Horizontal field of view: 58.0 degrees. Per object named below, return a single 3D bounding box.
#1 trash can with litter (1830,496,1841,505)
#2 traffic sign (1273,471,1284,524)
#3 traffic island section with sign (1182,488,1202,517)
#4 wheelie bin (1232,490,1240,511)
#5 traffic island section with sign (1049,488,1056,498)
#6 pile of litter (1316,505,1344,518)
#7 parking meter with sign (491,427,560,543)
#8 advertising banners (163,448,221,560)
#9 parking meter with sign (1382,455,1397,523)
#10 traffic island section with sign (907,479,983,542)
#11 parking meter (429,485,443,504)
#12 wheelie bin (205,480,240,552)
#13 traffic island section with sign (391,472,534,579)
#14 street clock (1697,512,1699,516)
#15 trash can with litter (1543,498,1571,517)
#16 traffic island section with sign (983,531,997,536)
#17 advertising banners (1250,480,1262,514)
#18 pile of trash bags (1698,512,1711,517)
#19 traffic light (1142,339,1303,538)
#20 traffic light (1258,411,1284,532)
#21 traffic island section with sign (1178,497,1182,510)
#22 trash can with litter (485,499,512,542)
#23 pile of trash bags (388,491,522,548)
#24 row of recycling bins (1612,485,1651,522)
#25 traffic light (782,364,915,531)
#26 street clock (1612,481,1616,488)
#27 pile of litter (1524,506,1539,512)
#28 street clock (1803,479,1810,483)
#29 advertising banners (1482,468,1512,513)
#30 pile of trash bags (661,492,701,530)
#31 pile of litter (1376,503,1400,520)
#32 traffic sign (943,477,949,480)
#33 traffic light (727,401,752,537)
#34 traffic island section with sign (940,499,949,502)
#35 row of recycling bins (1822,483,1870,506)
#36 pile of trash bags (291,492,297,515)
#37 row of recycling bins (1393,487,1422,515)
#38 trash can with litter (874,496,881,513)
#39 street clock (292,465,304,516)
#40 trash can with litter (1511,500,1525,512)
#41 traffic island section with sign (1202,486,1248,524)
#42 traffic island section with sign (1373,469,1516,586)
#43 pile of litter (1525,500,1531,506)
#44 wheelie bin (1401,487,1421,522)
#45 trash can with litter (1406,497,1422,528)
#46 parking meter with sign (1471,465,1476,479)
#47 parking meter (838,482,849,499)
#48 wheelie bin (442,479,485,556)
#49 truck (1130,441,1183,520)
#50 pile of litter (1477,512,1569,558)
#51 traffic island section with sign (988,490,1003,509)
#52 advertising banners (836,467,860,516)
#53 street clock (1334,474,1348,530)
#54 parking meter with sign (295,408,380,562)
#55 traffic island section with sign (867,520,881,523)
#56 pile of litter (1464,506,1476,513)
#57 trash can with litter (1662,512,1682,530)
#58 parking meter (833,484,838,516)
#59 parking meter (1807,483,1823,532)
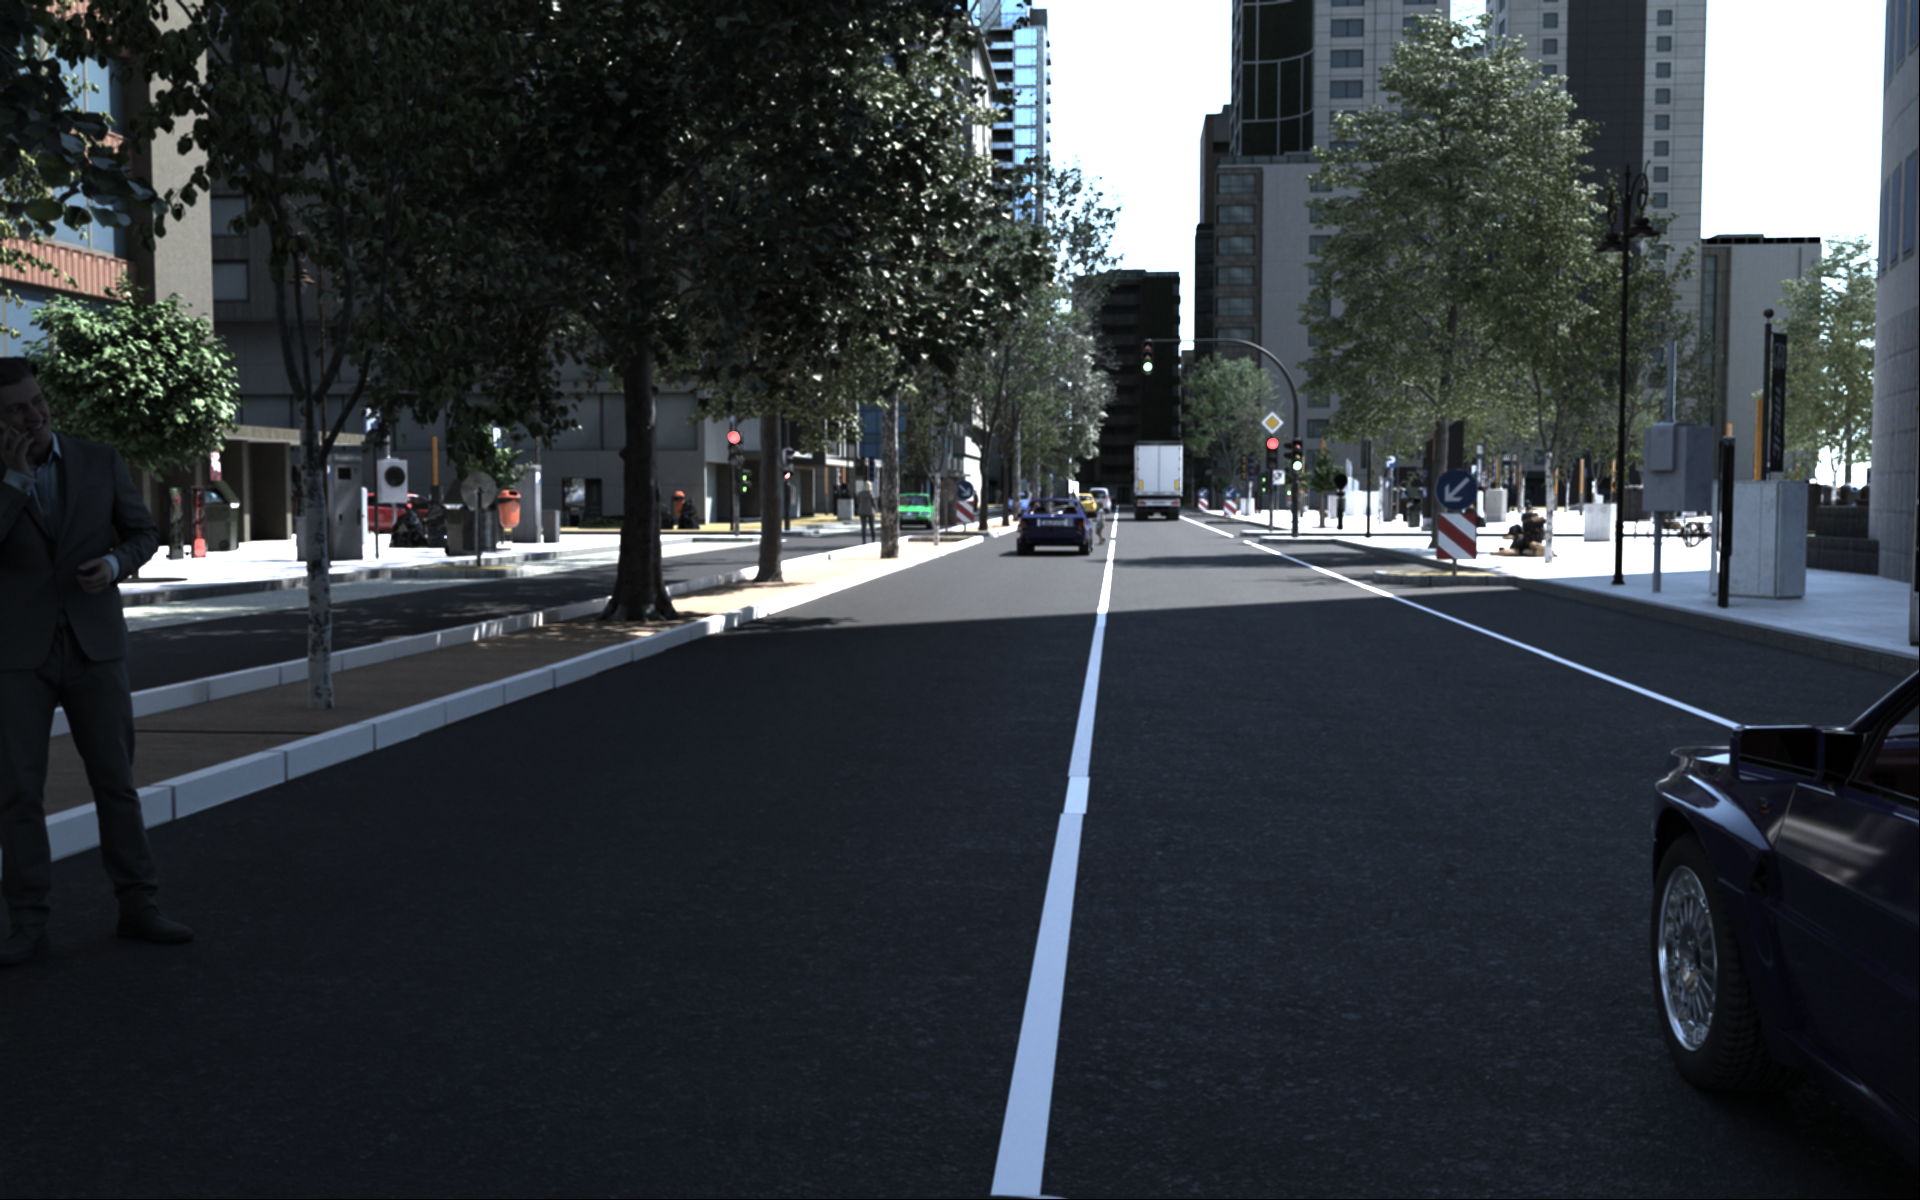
[{"bbox_3d":[31.873,-3.169,62.871,1.678,1.210,2.233,0,4,-5],"label":"trash can with litter"},{"bbox_3d":[13.665,-4.430,74.556,0.606,2.300,0.079,1,4,15],"label":"traffic sign"},{"bbox_3d":[15.361,-6.231,110.503,1.989,1.847,2.006,0,4,5],"label":"traffic island section with sign"},{"bbox_3d":[20.811,-7.551,131.359,0.980,1.594,0.693,3,5,40],"label":"wheelie bin"},{"bbox_3d":[7.098,-7.714,134.258,2.006,1.907,1.989,0,4,5],"label":"traffic island section with sign"},{"bbox_3d":[20.008,-4.871,93.607,1.719,0.858,1.176,-1,4,-11],"label":"pile of litter"},{"bbox_3d":[-11.332,-2.995,45.237,1.738,3.016,0.543,1,4,9],"label":"parking meter with sign"},{"bbox_3d":[-15.216,-2.342,34.483,0.090,3.025,2.074,0,4,8],"label":"advertising banners"},{"bbox_3d":[19.483,-5.049,78.819,0.543,3.016,1.738,1,4,8],"label":"parking meter with sign"},{"bbox_3d":[-0.469,-2.686,52.058,2.006,1.907,1.989,0,4,5],"label":"traffic island section with sign"},{"bbox_3d":[-15.215,-2.565,50.344,0.372,1.533,0.369,0,3,0],"label":"parking meter"},{"bbox_3d":[-16.536,-1.882,38.685,0.693,1.594,0.980,0,4,-4],"label":"wheelie bin"},{"bbox_3d":[-8.507,-1.307,29.995,1.989,1.847,2.006,0,4,5],"label":"traffic island section with sign"},{"bbox_3d":[40.354,-5.523,94.864,0.471,2.002,0.358,0,4,8],"label":"street clock"},{"bbox_3d":[33.807,-5.359,98.672,1.678,1.210,2.233,1,4,12],"label":"trash can with litter"},{"bbox_3d":[0.220,-3.137,59.434,2.006,1.907,1.989,0,4,5],"label":"traffic island section with sign"},{"bbox_3d":[18.832,-6.978,110.279,0.090,3.025,2.074,-1,4,-10],"label":"advertising banners"},{"bbox_3d":[42.202,-5.472,99.226,3.447,1.369,1.912,1,4,8],"label":"pile of trash bags"},{"bbox_3d":[7.723,-4.657,50.812,4.771,5.953,1.251,0,4,5],"label":"traffic light"},{"bbox_3d":[10.546,-4.269,58.713,0.839,4.253,0.868,0,4,5],"label":"traffic light"},{"bbox_3d":[19.929,-9.267,160.150,1.989,1.847,2.006,0,4,5],"label":"traffic island section with sign"},{"bbox_3d":[-12.368,-2.154,46.606,0.624,1.170,1.055,2,4,28],"label":"trash can with litter"},{"bbox_3d":[-12.119,-1.994,42.356,1.912,1.369,3.447,2,4,33],"label":"pile of trash bags"},{"bbox_3d":[31.517,-4.532,81.209,1.069,1.692,3.534,0,4,3],"label":"row of recycling bins"},{"bbox_3d":[-3.906,-5.223,60.058,4.771,5.953,1.251,0,4,5],"label":"traffic light"},{"bbox_3d":[35.623,-5.463,93.888,0.358,2.002,0.471,-3,5,-39],"label":"street clock"},{"bbox_3d":[15.999,-2.112,48.499,1.719,0.858,1.176,2,4,29],"label":"pile of litter"},{"bbox_3d":[41.179,-4.875,84.284,0.358,2.002,0.471,3,5,42],"label":"street clock"},{"bbox_3d":[35.517,-7.255,114.805,2.074,3.025,0.090,0,4,1],"label":"advertising banners"},{"bbox_3d":[-10.486,-3.310,63.869,1.912,1.369,3.447,0,4,-5],"label":"pile of trash bags"},{"bbox_3d":[21.263,-4.412,86.097,1.176,0.858,1.719,1,4,16],"label":"pile of litter"},{"bbox_3d":[-1.044,-8.111,132.719,0.768,2.556,0.104,1,4,12],"label":"traffic sign"},{"bbox_3d":[-6.729,-3.874,52.263,0.839,4.253,0.868,0,4,5],"label":"traffic light"},{"bbox_3d":[-0.979,-6.304,111.692,1.989,1.847,2.006,0,4,5],"label":"traffic island section with sign"},{"bbox_3d":[34.448,-3.624,66.366,3.534,1.692,1.069,0,4,-7],"label":"row of recycling bins"},{"bbox_3d":[-25.451,-3.657,69.536,3.447,1.369,1.912,-2,4,-27],"label":"pile of trash bags"},{"bbox_3d":[28.000,-6.219,108.795,3.534,1.692,1.069,-3,4,-36],"label":"row of recycling bins"},{"bbox_3d":[-4.964,-6.363,115.088,2.233,1.210,1.678,2,4,33],"label":"trash can with litter"},{"bbox_3d":[-16.282,-2.332,42.703,0.358,2.002,0.471,-3,4,-37],"label":"street clock"},{"bbox_3d":[40.439,-6.993,125.727,1.055,1.170,0.624,2,4,26],"label":"trash can with litter"},{"bbox_3d":[12.883,-4.589,83.662,1.989,1.847,2.006,0,4,5],"label":"traffic island section with sign"},{"bbox_3d":[7.754,-1.182,27.961,1.989,1.847,2.006,0,4,5],"label":"traffic island section with sign"},{"bbox_3d":[43.093,-7.135,130.623,1.176,0.858,1.719,1,4,11],"label":"pile of litter"},{"bbox_3d":[20.581,-4.362,79.229,0.980,1.594,0.693,-2,4,-27],"label":"wheelie bin"},{"bbox_3d":[17.234,-3.344,66.065,0.624,1.170,1.055,0,4,2],"label":"trash can with litter"},{"bbox_3d":[30.391,-6.600,104.176,1.738,3.016,0.543,-2,4,-32],"label":"parking meter with sign"},{"bbox_3d":[-5.703,-4.907,85.939,0.399,1.863,0.255,0,4,8],"label":"parking meter"},{"bbox_3d":[-10.260,-1.709,35.852,0.980,1.594,0.693,2,4,33],"label":"wheelie bin"},{"bbox_3d":[11.026,-6.628,97.278,2.839,4.237,11.283,0,4,5],"label":"truck"},{"bbox_3d":[11.636,-1.317,35.500,1.176,0.858,1.719,-1,4,-20],"label":"pile of litter"},{"bbox_3d":[3.627,-9.359,161.655,1.989,1.847,2.006,0,4,5],"label":"traffic island section with sign"},{"bbox_3d":[-6.429,-6.324,99.588,0.090,3.025,2.074,3,5,41],"label":"advertising banners"},{"bbox_3d":[13.541,-3.490,61.624,0.471,2.002,0.358,0,4,6],"label":"street clock"},{"bbox_3d":[-11.984,-2.276,33.466,0.543,3.016,1.738,2,4,34],"label":"parking meter with sign"},{"bbox_3d":[-3.450,-4.662,84.850,1.989,1.847,2.006,0,4,5],"label":"traffic island section with sign"},{"bbox_3d":[19.403,-3.199,66.262,1.719,0.858,1.176,1,4,12],"label":"pile of litter"},{"bbox_3d":[25.619,-3.107,62.189,0.624,1.170,1.055,0,4,-6],"label":"trash can with litter"},{"bbox_3d":[-7.338,-5.969,103.304,0.399,1.863,0.255,1,4,15],"label":"parking meter"},{"bbox_3d":[19.570,-1.915,39.722,0.372,1.533,0.369,0,3,0],"label":"parking meter"}]
